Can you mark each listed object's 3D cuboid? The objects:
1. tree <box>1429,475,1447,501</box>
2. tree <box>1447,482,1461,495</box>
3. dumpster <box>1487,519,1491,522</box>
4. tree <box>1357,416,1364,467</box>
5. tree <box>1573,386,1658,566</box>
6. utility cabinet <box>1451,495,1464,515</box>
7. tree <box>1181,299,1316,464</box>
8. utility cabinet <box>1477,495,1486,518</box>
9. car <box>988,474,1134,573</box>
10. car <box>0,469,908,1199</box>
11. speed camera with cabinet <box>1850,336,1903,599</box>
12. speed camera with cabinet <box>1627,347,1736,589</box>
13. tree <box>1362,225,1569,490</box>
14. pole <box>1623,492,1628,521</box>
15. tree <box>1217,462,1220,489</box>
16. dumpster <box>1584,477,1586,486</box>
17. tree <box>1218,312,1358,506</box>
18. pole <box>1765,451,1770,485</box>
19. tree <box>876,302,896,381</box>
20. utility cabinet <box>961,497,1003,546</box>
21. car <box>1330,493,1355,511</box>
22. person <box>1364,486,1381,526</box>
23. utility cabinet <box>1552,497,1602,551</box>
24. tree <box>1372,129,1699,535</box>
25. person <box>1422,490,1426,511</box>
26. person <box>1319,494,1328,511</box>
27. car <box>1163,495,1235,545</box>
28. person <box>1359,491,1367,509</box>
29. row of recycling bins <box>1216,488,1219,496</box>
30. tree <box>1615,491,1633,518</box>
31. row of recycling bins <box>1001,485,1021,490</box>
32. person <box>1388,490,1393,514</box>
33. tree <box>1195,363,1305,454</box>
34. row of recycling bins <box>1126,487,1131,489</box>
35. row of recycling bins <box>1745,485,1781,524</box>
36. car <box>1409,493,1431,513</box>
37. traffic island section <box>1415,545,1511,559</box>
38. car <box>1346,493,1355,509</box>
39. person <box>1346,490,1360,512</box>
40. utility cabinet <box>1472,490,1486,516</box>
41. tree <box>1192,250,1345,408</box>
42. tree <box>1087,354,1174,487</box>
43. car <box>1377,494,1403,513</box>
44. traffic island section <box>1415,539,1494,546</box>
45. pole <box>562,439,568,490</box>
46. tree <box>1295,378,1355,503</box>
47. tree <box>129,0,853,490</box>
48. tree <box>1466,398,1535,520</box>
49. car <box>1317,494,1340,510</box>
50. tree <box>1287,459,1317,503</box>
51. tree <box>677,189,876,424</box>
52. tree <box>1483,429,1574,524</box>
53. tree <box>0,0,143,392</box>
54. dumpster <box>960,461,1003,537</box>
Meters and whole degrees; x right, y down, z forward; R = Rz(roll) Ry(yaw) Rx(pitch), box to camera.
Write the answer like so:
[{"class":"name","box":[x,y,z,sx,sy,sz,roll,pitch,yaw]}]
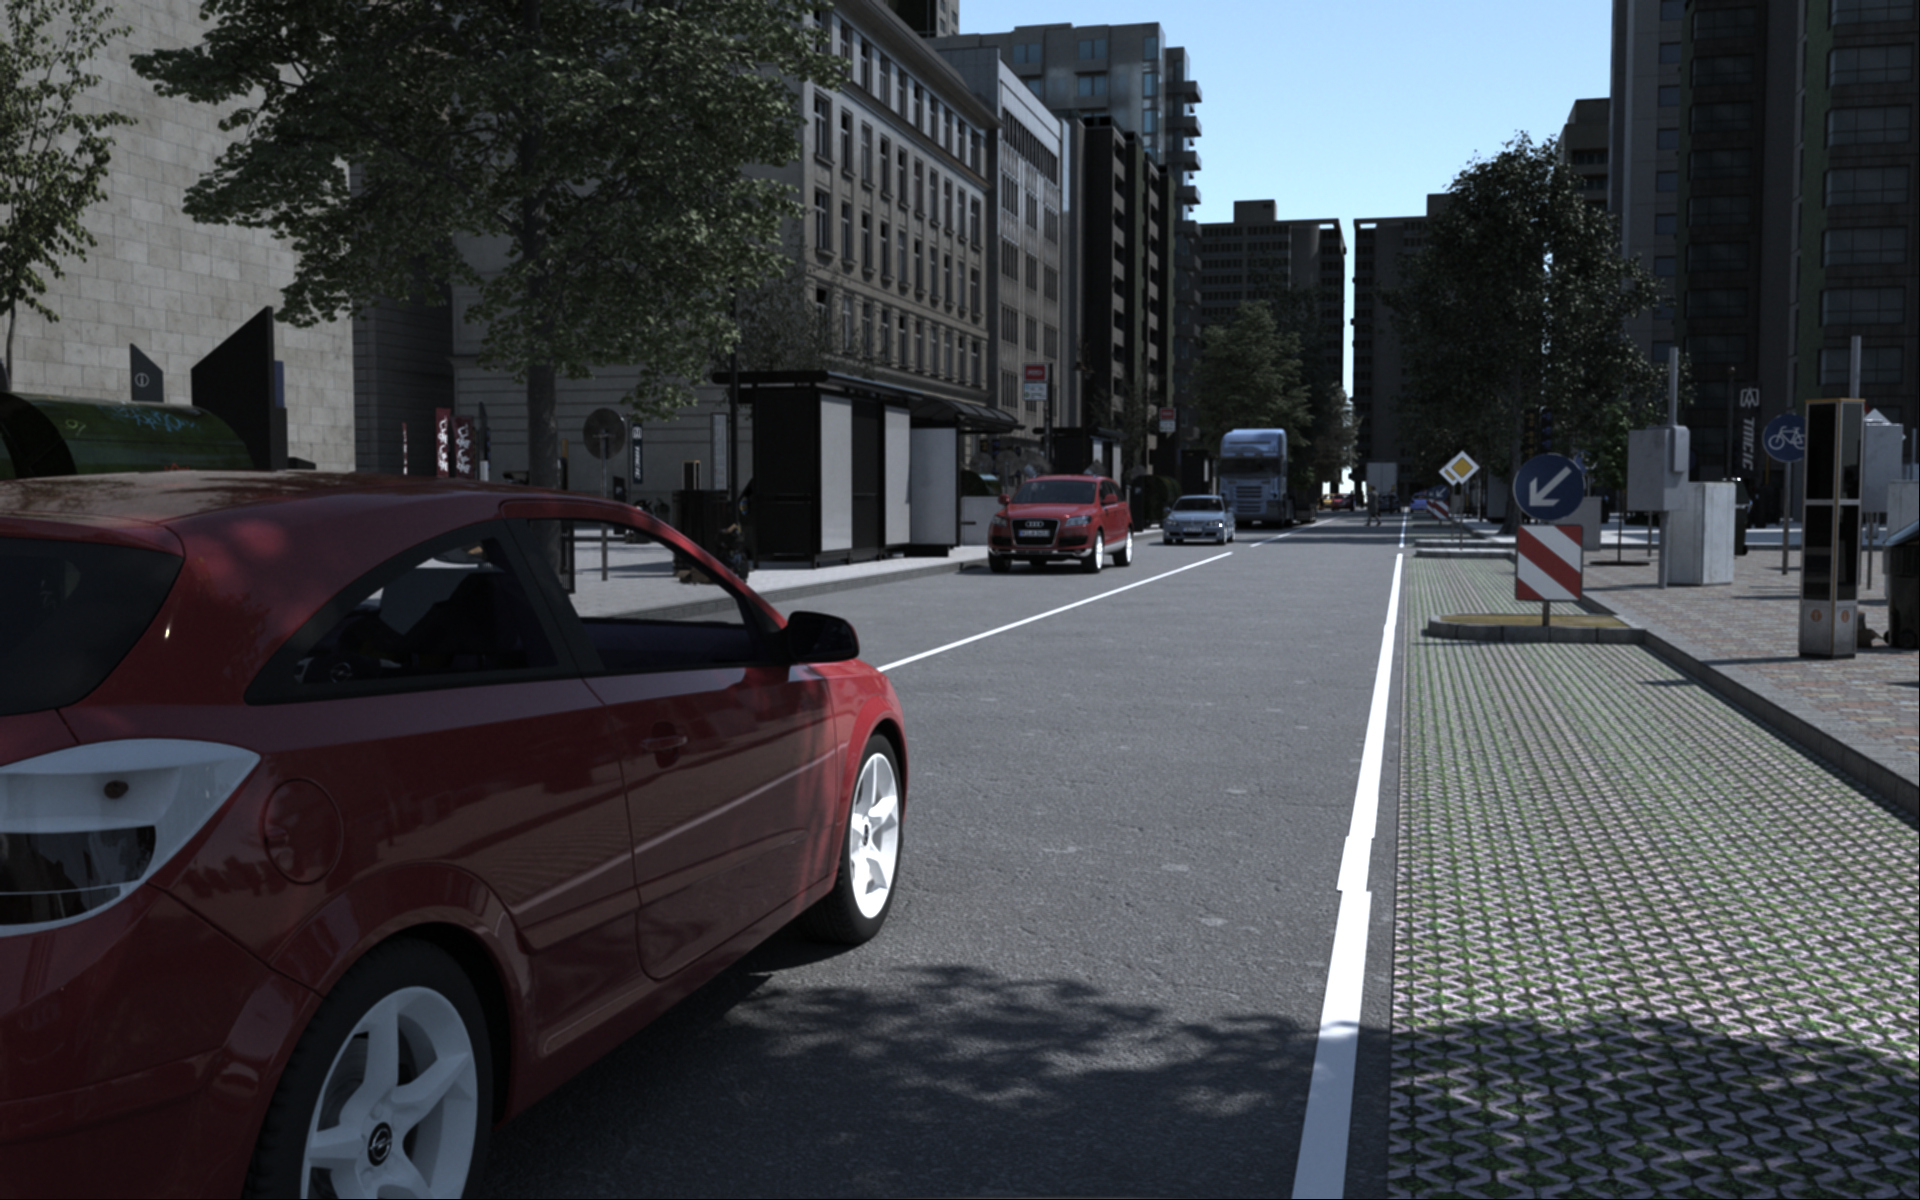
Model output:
[{"class":"tree","box":[50.237,-11.955,179.181,4.285,4.588,4.351,0,3,0]},{"class":"tree","box":[41.647,-9.141,144.058,1.663,3.219,1.824,0,3,0]},{"class":"dumpster","box":[25.248,-4.592,80.833,1.264,1.857,1.865,1,4,14]},{"class":"tree","box":[39.659,-17.347,190.272,9.857,13.997,8.962,0,3,0]},{"class":"tree","box":[11.876,-2.251,31.409,1.663,3.219,1.824,0,3,0]},{"class":"utility cabinet","box":[30.727,-5.859,106.948,0.306,1.237,1.020,-1,4,-16]},{"class":"tree","box":[16.797,-11.173,100.804,7.486,12.596,7.792,0,3,0]},{"class":"utility cabinet","box":[28.537,-5.048,93.691,1.020,1.237,0.306,0,4,6]},{"class":"car","box":[2.000,-1.495,33.113,2.281,1.827,5.304,1,4,15]},{"class":"car","box":[-1.437,0.278,4.496,2.155,1.783,4.494,1,4,14]},{"class":"speed camera with cabinet","box":[11.535,-1.639,21.138,0.660,3.252,2.038,-1,4,-12]},{"class":"speed camera with cabinet","box":[10.025,-1.816,24.027,2.038,3.252,0.660,-3,5,-40]},{"class":"tree","box":[30.810,-15.247,105.185,12.611,20.169,13.585,0,3,0]},{"class":"pole","box":[31.921,-5.455,83.036,0.158,3.312,0.155,0,3,0]},{"class":"tree","box":[14.302,-5.978,92.344,1.663,3.219,1.824,0,3,0]},{"class":"dumpster","box":[23.663,-3.999,67.872,1.502,2.255,1.985,1,4,15]},{"class":"tree","box":[22.032,-13.216,122.743,9.857,13.997,8.962,0,3,0]},{"class":"pole","box":[37.754,-5.331,81.000,0.158,3.312,0.155,0,3,0]},{"class":"tree","box":[-4.268,-6.286,53.143,4.360,8.622,3.978,0,3,0]},{"class":"utility cabinet","box":[0.551,-1.955,43.131,1.020,1.237,0.306,-1,4,-11]},{"class":"car","box":[32.321,-8.396,146.314,2.155,1.783,4.494,1,4,14]},{"class":"person","box":[18.682,-4.268,78.384,0.767,1.812,0.694,3,5,44]},{"class":"utility cabinet","box":[13.898,-1.706,39.054,1.020,1.237,0.306,1,4,13]},{"class":"tree","box":[17.726,-8.433,54.894,9.611,12.733,9.660,0,3,0]},{"class":"person","box":[38.944,-8.302,144.760,0.750,1.759,0.617,0,4,5]},{"class":"person","box":[30.714,-8.226,146.185,0.799,1.438,0.628,1,4,21]},{"class":"car","box":[6.945,-2.327,50.054,2.014,1.417,4.499,1,4,14]},{"class":"person","box":[39.410,-9.793,169.336,1.217,1.735,0.721,-3,5,-41]},{"class":"row of recycling bins","box":[16.830,-6.038,105.837,1.069,1.692,3.534,-2,4,-30]},{"class":"tree","box":[36.220,-6.711,93.432,4.285,4.588,4.351,0,3,0]},{"class":"row of recycling bins","box":[2.515,-4.210,75.949,1.069,1.692,3.534,-1,4,-20]},{"class":"person","box":[30.609,-6.977,123.383,0.445,1.727,0.742,-2,4,-28]},{"class":"tree","box":[18.618,-10.779,110.643,7.601,10.594,8.767,-1,4,-20]},{"class":"row of recycling bins","box":[9.712,-5.589,98.498,1.069,1.692,3.534,3,4,38]},{"class":"row of recycling bins","box":[33.912,-4.176,75.390,3.534,1.692,1.069,0,4,-7]},{"class":"car","box":[35.004,-7.445,131.319,1.945,1.707,3.694,1,4,15]},{"class":"traffic island section","box":[11.462,-1.058,39.572,2.009,0.180,2.903,1,4,14]},{"class":"car","box":[36.621,-9.484,164.651,1.945,1.707,3.694,1,4,16]},{"class":"person","box":[31.146,-7.836,137.346,1.217,1.743,0.721,3,5,40]},{"class":"utility cabinet","box":[29.580,-5.482,98.303,1.173,1.500,0.318,-2,4,-32]},{"class":"tree","box":[24.081,-17.206,137.215,12.611,20.169,13.585,0,3,0]},{"class":"tree","box":[8.929,-8.566,90.424,4.360,8.622,3.978,0,3,0]},{"class":"car","box":[33.029,-7.415,133.240,2.014,1.417,4.499,1,4,15]},{"class":"traffic island section","box":[13.464,-1.530,47.303,2.009,0.180,2.903,1,4,14]},{"class":"pole","box":[-14.685,-4.317,64.420,0.158,3.312,0.155,0,3,0]},{"class":"tree","box":[35.495,-16.361,177.876,12.009,13.543,11.850,0,3,0]},{"class":"tree","box":[-4.892,-6.179,19.162,7.486,12.596,7.792,0,3,0]},{"class":"tree","box":[25.656,-8.201,84.455,4.737,8.622,4.395,0,3,0]},{"class":"car","box":[32.505,-8.702,152.503,2.015,1.641,3.980,1,4,16]},{"class":"tree","box":[31.252,-10.742,159.352,4.285,4.588,4.351,0,3,0]},{"class":"tree","box":[-4.755,-5.585,41.676,4.360,8.622,3.978,0,3,0]},{"class":"tree","box":[20.854,-4.901,63.841,4.285,4.588,4.351,0,3,0]},{"class":"tree","box":[-12.693,-4.400,22.309,4.737,8.622,4.395,0,3,0]},{"class":"dumpster","box":[0.307,-2.947,50.681,1.502,2.255,1.985,1,4,14]}]
